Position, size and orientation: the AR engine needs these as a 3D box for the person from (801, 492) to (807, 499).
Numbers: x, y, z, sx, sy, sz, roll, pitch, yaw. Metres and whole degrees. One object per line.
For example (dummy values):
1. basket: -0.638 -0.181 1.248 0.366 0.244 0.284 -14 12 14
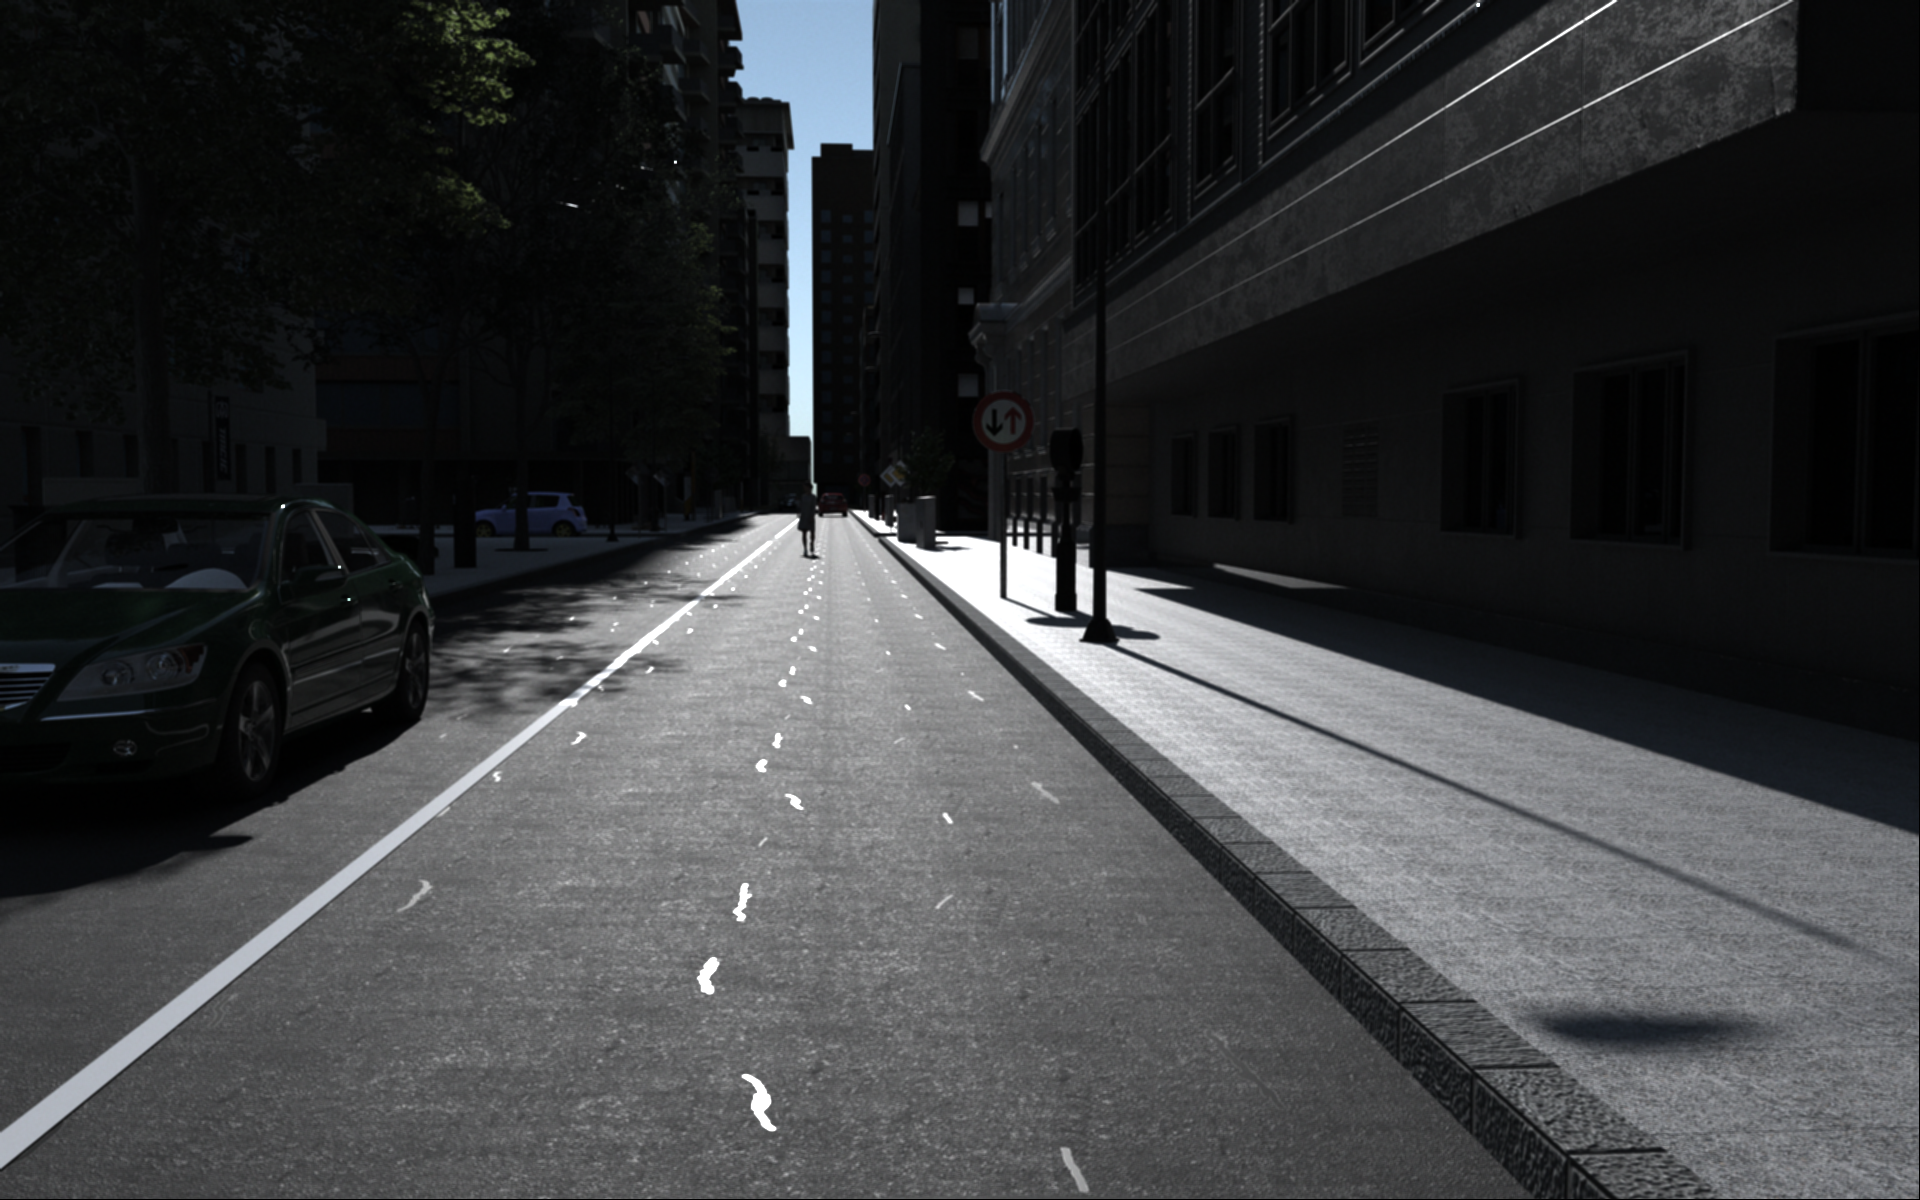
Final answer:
1. person: -14.827 -9.714 167.847 1.217 1.766 0.721 0 4 -1

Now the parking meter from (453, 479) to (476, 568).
1. parking meter: -8.636 -1.332 30.192 0.372 1.533 0.369 0 3 0

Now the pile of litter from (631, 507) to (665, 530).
1. pile of litter: -11.158 -2.925 61.794 1.176 0.858 1.719 -1 4 -15

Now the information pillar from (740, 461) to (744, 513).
1. information pillar: -15.149 -7.887 120.302 0.183 3.616 0.504 0 4 -3

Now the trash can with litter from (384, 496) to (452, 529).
1. trash can with litter: -19.786 -3.202 63.418 2.233 1.210 1.678 0 4 7

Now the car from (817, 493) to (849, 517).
1. car: -8.153 -6.227 110.853 2.155 1.783 4.494 0 4 -6

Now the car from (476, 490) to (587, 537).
1. car: -13.323 -2.659 53.059 3.694 1.707 1.945 0 4 -4

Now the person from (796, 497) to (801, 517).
1. person: -10.075 -5.798 107.989 0.352 1.250 0.332 -1 4 -12

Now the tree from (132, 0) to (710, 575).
1. tree: -8.381 -5.652 26.830 8.767 10.594 7.601 -1 4 -21

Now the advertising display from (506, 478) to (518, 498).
1. advertising display: -17.486 -3.863 68.379 0.123 1.923 0.974 3 4 36

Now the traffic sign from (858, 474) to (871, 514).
1. traffic sign: -6.059 -6.717 109.926 0.768 2.556 0.104 0 4 -4

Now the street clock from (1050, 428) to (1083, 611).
1. street clock: 1.166 -0.883 19.014 0.358 2.002 0.471 2 4 24

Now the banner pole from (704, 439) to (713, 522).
1. banner pole: -11.593 -5.484 79.673 0.401 3.779 0.863 0 4 -5

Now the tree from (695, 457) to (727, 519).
1. tree: -12.921 -5.882 90.764 1.663 3.219 1.824 0 3 0

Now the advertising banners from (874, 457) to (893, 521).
1. advertising banners: -3.691 -5.345 83.579 0.090 3.025 2.074 -2 4 -27

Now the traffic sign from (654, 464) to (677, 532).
1. traffic sign: -9.866 -3.327 58.043 0.795 2.450 0.064 0 4 -4

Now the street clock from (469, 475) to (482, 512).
1. street clock: -18.440 -3.756 65.979 0.471 2.002 0.358 3 4 36

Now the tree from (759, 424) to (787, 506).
1. tree: -19.887 -14.106 180.992 4.737 8.622 4.395 0 3 0

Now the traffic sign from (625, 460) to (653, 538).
1. traffic sign: -9.272 -2.840 50.080 0.795 2.450 0.064 0 4 -4

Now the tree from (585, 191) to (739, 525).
1. tree: -12.091 -8.983 64.992 7.486 12.596 7.792 0 3 0

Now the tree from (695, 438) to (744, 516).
1. tree: -14.377 -7.236 102.017 4.285 4.588 4.351 0 3 0

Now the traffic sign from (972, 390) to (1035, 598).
1. traffic sign: 0.538 -1.299 21.348 0.768 2.556 0.104 0 4 3

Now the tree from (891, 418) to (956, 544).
1. tree: -0.945 -3.059 44.608 1.663 3.219 1.824 0 3 0

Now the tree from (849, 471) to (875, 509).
1. tree: -8.491 -9.397 148.244 1.663 3.219 1.824 0 3 0

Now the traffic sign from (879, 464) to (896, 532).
1. traffic sign: -2.341 -3.360 58.581 0.795 2.450 0.064 0 4 -4

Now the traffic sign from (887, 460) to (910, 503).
1. traffic sign: -1.747 -2.873 50.618 0.795 2.450 0.064 0 4 -4

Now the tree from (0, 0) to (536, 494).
1. tree: -8.218 -6.067 17.328 7.486 12.596 7.792 0 3 0

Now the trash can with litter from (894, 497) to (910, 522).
1. trash can with litter: -2.705 -4.095 78.346 1.055 1.170 0.624 2 4 25

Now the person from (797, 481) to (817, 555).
1. person: -3.624 -1.953 41.178 0.466 1.731 0.760 0 4 -1

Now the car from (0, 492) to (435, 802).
1. car: -4.268 0.138 9.543 2.131 1.459 4.920 0 4 -3

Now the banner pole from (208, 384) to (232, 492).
1. banner pole: -16.618 -2.986 38.830 0.401 3.779 0.863 1 4 17

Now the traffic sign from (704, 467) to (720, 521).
1. traffic sign: -11.733 -4.998 81.829 0.768 2.556 0.104 0 4 3

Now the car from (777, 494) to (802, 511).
1. car: -14.548 -8.301 147.511 2.131 1.459 4.920 0 4 -5

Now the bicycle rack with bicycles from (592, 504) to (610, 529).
1. bicycle rack with bicycles: -14.088 -3.102 64.092 2.852 0.926 2.925 -1 4 -16

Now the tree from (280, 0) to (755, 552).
1. tree: -9.735 -7.847 38.664 12.009 13.543 11.850 0 3 0
